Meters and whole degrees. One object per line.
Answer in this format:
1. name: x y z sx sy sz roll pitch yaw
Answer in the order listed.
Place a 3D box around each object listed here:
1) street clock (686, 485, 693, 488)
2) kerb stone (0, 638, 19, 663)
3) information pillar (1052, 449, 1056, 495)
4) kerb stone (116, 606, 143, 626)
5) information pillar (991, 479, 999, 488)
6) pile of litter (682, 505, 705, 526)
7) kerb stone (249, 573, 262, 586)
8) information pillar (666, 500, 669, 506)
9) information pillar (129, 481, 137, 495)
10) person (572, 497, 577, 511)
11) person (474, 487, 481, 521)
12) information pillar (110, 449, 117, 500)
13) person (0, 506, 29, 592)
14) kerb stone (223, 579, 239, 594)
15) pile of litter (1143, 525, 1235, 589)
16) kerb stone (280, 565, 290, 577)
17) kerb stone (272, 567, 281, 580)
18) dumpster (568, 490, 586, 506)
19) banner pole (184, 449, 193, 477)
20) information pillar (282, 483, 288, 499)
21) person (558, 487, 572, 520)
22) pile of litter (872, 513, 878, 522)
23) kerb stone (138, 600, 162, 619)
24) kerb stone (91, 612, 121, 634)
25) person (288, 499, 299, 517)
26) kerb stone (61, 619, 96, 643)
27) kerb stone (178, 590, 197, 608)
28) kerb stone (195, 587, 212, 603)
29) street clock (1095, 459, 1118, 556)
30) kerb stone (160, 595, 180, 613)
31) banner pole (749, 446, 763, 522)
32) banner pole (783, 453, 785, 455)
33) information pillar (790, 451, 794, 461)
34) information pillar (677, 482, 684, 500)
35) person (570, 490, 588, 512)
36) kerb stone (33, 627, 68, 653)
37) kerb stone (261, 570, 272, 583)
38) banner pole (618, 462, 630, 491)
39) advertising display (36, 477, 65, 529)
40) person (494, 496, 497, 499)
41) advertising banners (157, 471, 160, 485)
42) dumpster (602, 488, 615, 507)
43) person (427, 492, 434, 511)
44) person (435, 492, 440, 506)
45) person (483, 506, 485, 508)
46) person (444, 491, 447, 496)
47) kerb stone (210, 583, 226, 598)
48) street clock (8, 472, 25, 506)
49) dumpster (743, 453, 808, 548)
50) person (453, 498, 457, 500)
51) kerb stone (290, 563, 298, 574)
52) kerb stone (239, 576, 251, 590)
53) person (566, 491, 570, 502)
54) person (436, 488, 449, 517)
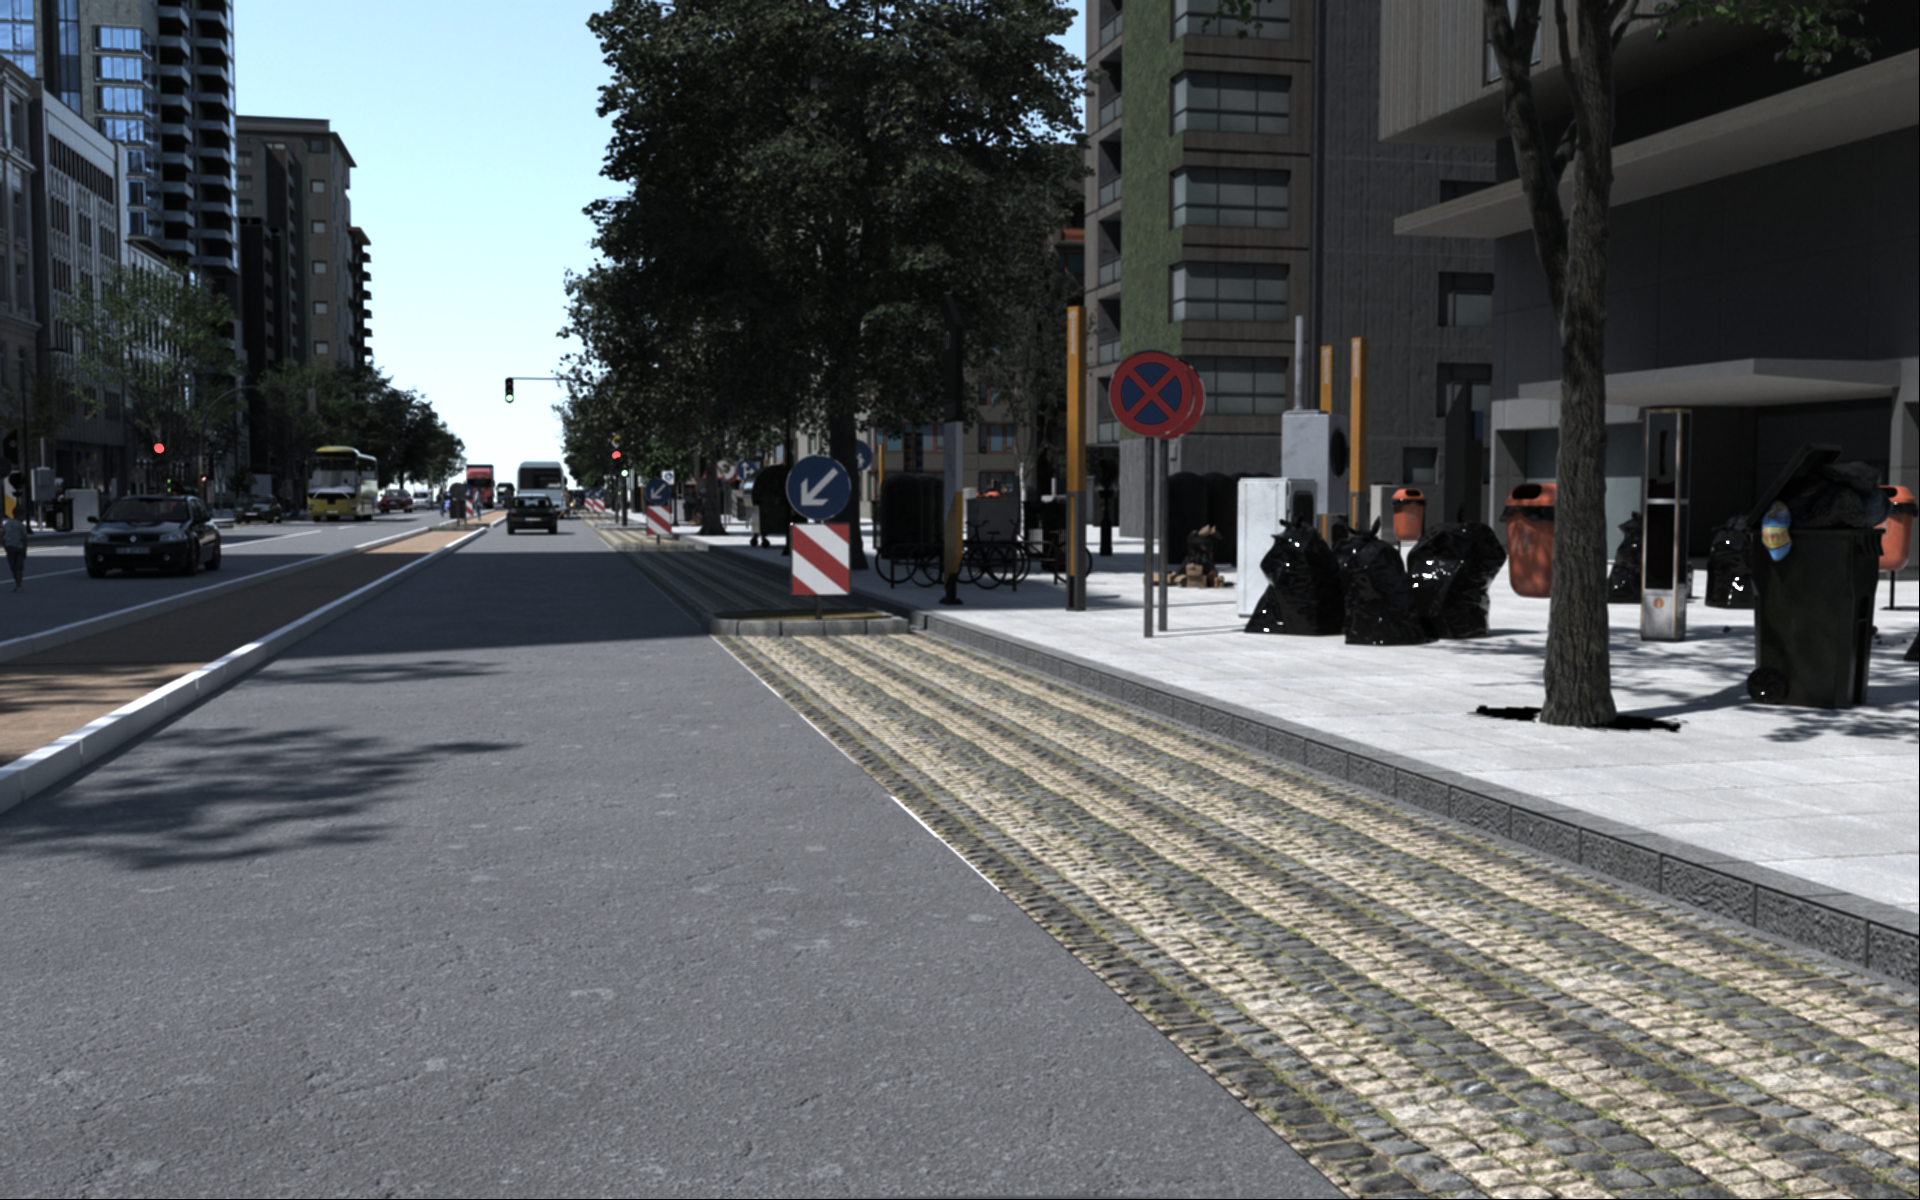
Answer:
1. street clock: -18.553 -6.978 118.654 0.471 2.002 0.358 -1 4 -10
2. kerb stone: -8.241 0.440 14.997 0.120 0.150 1.000 -1 4 -13
3. information pillar: 4.840 -5.976 89.058 0.183 3.616 0.504 1 4 19
4. kerb stone: -9.168 0.197 18.980 0.120 0.150 1.000 -1 4 -13
5. information pillar: 1.748 -5.023 86.613 0.304 2.012 0.304 -1 4 -12
6. pile of litter: -10.356 -3.396 69.487 1.719 0.858 1.176 -1 4 -19
7. kerb stone: -11.053 -0.291 26.959 0.120 0.150 1.000 -1 4 -13
8. information pillar: -16.689 -5.746 98.445 0.304 2.012 0.304 0 4 -1
9. information pillar: -46.559 -5.692 97.559 0.304 2.012 0.304 -3 5 -39
10. person: -28.993 -7.161 130.265 0.352 1.250 0.332 -1 4 -11
11. person: -25.703 -5.115 92.395 0.793 1.790 0.793 -2 4 -28
12. information pillar: -43.860 -6.020 89.781 0.183 3.616 0.504 0 4 -5
13. person: -13.905 -0.752 25.485 0.332 1.250 0.352 1 4 20
14. kerb stone: -10.581 -0.169 24.959 0.120 0.150 1.000 -1 4 -13
15. pile of litter: 3.196 -0.626 24.202 1.176 0.858 1.719 -1 4 -8
16. kerb stone: -11.760 -0.474 29.943 0.120 0.150 1.000 -1 4 -13
17. kerb stone: -11.529 -0.413 28.947 0.120 0.150 1.000 -1 4 -13
18. dumpster: -38.863 -10.254 175.864 1.865 1.857 1.264 -1 4 -11
19. banner pole: -42.900 -6.508 96.422 0.863 3.779 0.401 2 4 26
20. information pillar: -45.879 -6.923 117.690 0.304 2.012 0.304 -2 4 -30
21. person: -21.513 -5.251 94.444 0.778 1.811 0.616 -2 4 -35
22. pile of litter: -3.351 -3.992 79.233 1.176 0.858 1.719 3 5 44
23. kerb stone: -9.405 0.136 19.974 0.120 0.150 1.000 -1 4 -13
24. kerb stone: -8.932 0.260 17.985 0.120 0.150 1.000 -1 4 -13
25. person: -38.565 -5.275 100.240 1.012 1.151 0.738 3 5 43
26. kerb stone: -8.695 0.318 16.990 0.120 0.150 1.000 -1 4 -13
27. kerb stone: -9.872 0.014 21.965 0.120 0.150 1.000 -1 4 -13
28. kerb stone: -10.116 -0.047 22.966 0.120 0.150 1.000 -1 4 -13
29. street clock: 3.030 -1.915 35.880 0.358 2.002 0.471 -2 4 -32
30. kerb stone: -9.644 0.077 20.968 0.120 0.150 1.000 -1 4 -13
31. banner pole: -9.348 -5.430 78.794 0.863 3.779 0.401 -1 4 -8
32. banner pole: -10.409 -6.994 104.372 0.863 3.779 0.401 2 4 34
33. information pillar: -8.537 -5.863 87.215 0.183 3.616 0.504 -3 5 -43
34. information pillar: -15.701 -5.678 97.322 0.304 2.012 0.304 0 4 4
35. person: -30.994 -8.098 141.121 1.509 1.804 0.699 -1 4 -18
36. kerb stone: -8.462 0.384 15.995 0.120 0.150 1.000 -1 4 -13
37. kerb stone: -11.291 -0.349 27.953 0.120 0.150 1.000 -1 4 -13
38. banner pole: -22.789 -7.759 116.881 0.863 3.779 0.401 -1 4 -14
39. advertising display: -33.847 -3.623 64.453 0.974 1.923 0.123 -2 4 -35
40. person: -47.520 -10.197 175.160 1.348 1.831 0.705 -2 4 -24
41. advertising banners: -55.353 -7.672 121.626 2.074 3.025 0.090 -1 4 -15
42. dumpster: -29.502 -8.580 146.044 1.264 1.857 1.865 -1 4 -13
43. person: -44.289 -8.234 144.944 0.330 1.601 0.589 3 5 43
44. person: -62.091 -12.060 206.475 0.721 1.735 1.217 3 4 37
45. person: -49.069 -10.431 178.984 1.348 1.831 0.705 -2 4 -24
46. person: -45.403 -8.768 152.572 0.721 1.743 1.217 3 4 38
47. kerb stone: -10.350 -0.103 23.963 0.120 0.150 1.000 -1 4 -13
48. street clock: -31.510 -3.263 57.923 0.358 2.002 0.471 2 4 25
49. dumpster: -4.359 -2.391 41.589 1.502 2.255 1.985 -1 4 -13
50. person: -29.464 -5.658 101.356 0.624 1.780 0.694 0 4 0
51. kerb stone: -12.000 -0.535 30.937 0.120 0.150 1.000 -1 4 -13
52. kerb stone: -10.810 -0.230 25.955 0.120 0.150 1.000 -1 4 -13
53. person: -33.516 -8.473 147.789 0.466 1.731 0.760 -1 4 -22
54. person: -31.825 -5.962 106.333 0.721 1.781 0.623 3 4 37
